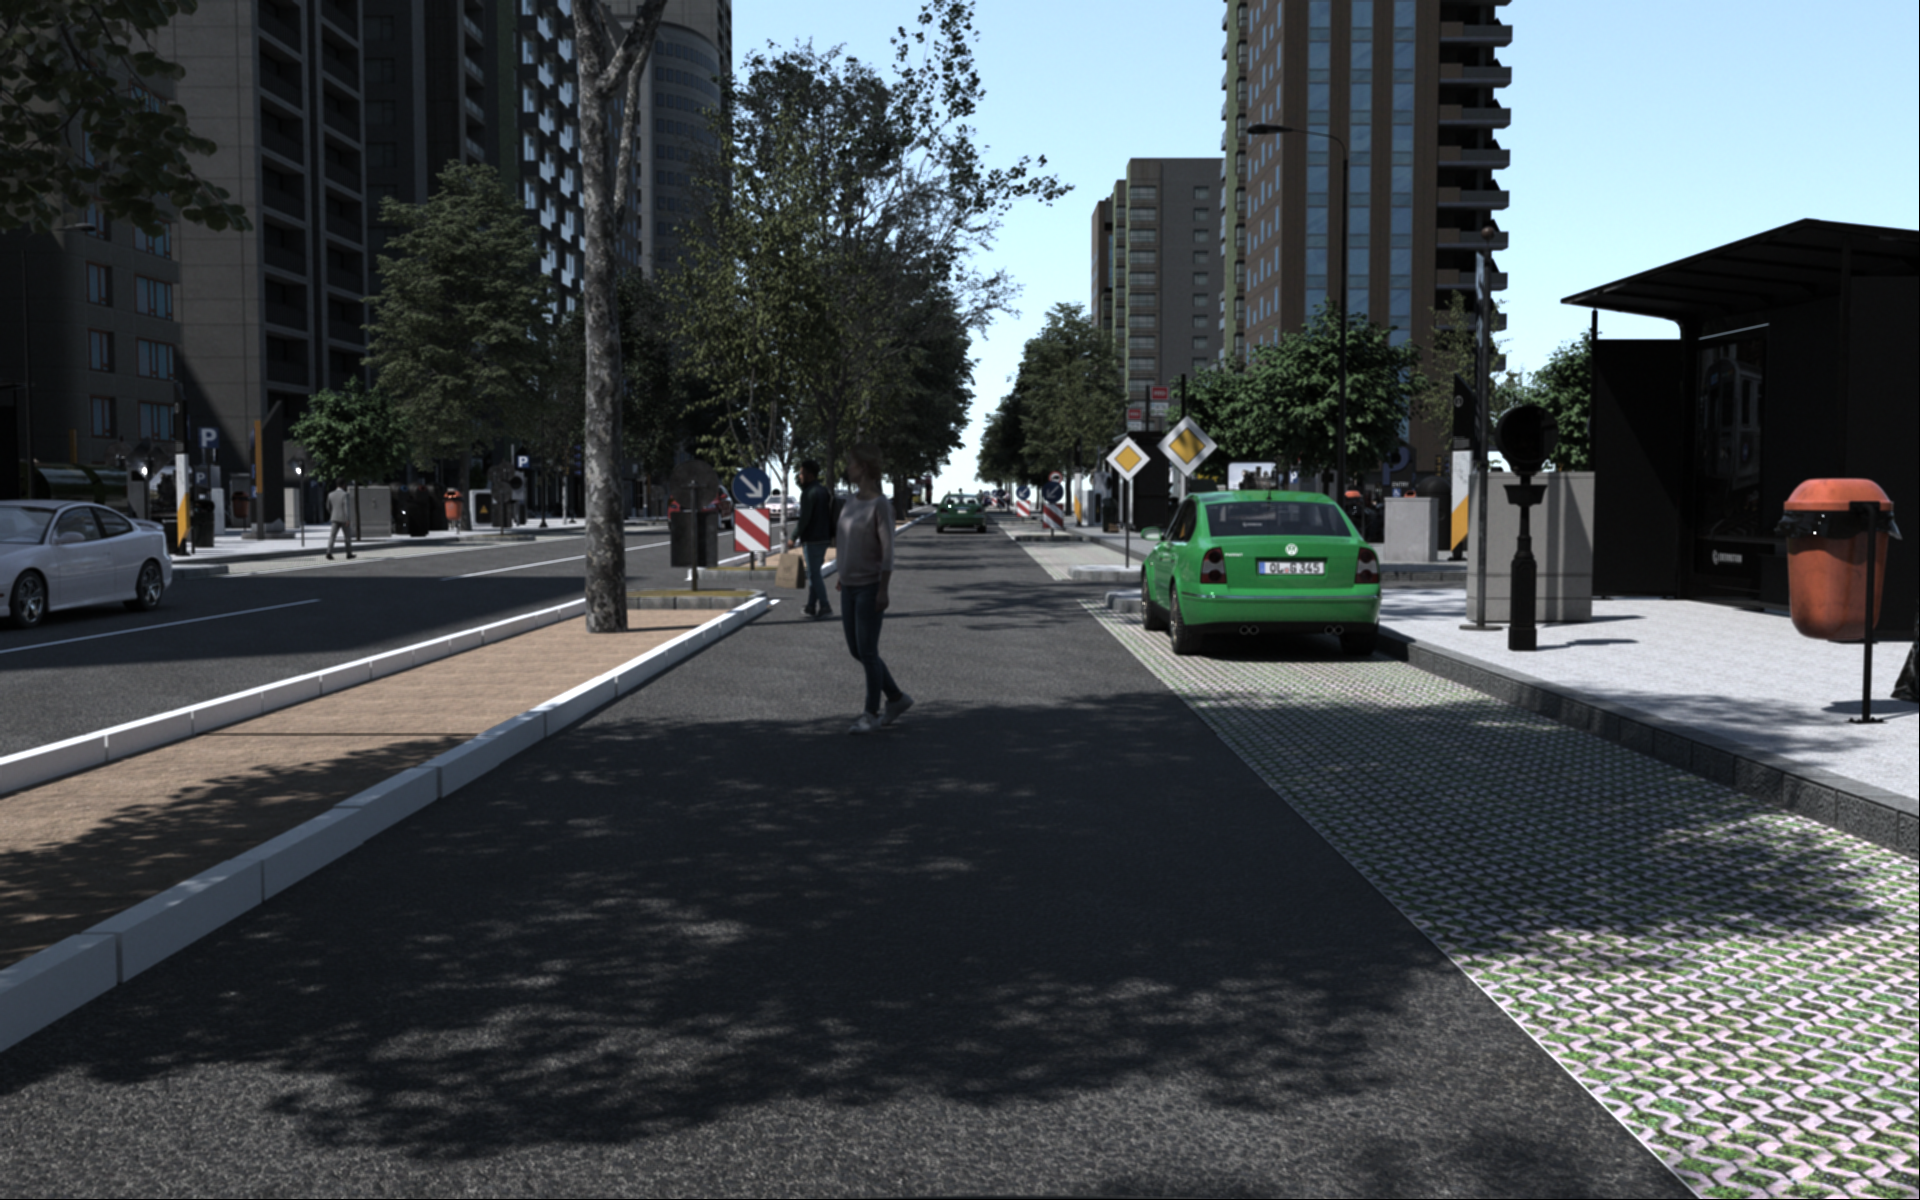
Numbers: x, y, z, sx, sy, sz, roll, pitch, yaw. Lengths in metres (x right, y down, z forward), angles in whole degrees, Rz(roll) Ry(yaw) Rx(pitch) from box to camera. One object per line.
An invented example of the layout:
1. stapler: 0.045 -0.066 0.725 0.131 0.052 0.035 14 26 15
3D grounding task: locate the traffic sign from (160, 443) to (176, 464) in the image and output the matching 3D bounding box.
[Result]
1. traffic sign: -19.720 -2.637 43.226 0.768 2.556 0.104 0 4 1

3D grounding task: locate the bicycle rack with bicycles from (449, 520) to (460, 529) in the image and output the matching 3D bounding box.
1. bicycle rack with bicycles: -19.440 -3.089 63.882 2.852 0.926 2.925 0 4 7

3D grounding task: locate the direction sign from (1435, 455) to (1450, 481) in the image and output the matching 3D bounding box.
1. direction sign: 27.955 -6.625 100.317 0.876 3.537 0.379 2 4 32

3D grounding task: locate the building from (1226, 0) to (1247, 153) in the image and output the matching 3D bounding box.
1. building: 26.415 -27.165 127.746 14.154 41.232 14.086 0 4 0

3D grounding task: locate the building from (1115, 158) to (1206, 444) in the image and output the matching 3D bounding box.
1. building: 27.214 -32.393 213.219 14.154 41.232 14.086 0 4 0

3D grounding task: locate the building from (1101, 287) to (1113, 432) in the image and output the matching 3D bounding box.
1. building: 26.503 -28.757 241.883 14.160 30.474 14.107 0 4 0

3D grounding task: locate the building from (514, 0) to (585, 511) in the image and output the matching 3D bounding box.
1. building: -41.712 -31.479 134.287 23.786 49.044 30.456 0 4 0

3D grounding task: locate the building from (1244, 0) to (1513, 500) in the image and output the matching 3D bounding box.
1. building: 26.762 -28.342 113.504 14.600 45.320 14.200 0 4 0

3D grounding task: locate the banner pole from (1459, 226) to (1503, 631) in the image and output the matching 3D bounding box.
1. banner pole: 4.841 -1.596 16.110 0.401 3.779 0.863 2 4 26

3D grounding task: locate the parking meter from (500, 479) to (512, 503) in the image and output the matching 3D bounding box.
1. parking meter: -17.050 -3.631 65.070 0.399 1.863 0.255 -1 4 -22

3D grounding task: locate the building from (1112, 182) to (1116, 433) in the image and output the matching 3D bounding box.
1. building: 26.879 -33.255 227.306 14.154 41.232 14.086 0 4 0

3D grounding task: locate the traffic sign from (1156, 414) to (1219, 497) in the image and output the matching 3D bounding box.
1. traffic sign: 2.865 -1.118 21.928 0.795 2.450 0.064 0 4 0

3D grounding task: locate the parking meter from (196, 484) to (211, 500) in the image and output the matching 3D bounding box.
1. parking meter: -19.594 -2.232 44.907 0.372 1.533 0.369 0 3 0

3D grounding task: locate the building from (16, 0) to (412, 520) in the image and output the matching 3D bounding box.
1. building: -40.379 -39.787 88.764 20.563 71.187 20.611 0 4 0

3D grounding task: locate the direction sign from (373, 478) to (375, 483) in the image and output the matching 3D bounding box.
1. direction sign: -26.258 -5.237 77.616 0.379 3.537 0.876 0 4 -3

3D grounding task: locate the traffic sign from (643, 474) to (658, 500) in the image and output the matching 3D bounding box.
1. traffic sign: -18.042 -6.184 101.115 0.884 2.594 0.081 0 4 3

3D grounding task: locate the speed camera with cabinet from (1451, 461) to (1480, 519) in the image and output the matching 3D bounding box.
1. speed camera with cabinet: 19.996 -4.601 69.562 0.660 3.252 2.038 -3 4 -38

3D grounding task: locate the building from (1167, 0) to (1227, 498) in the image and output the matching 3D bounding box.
1. building: 31.038 -51.176 149.399 22.319 86.520 31.000 0 4 0

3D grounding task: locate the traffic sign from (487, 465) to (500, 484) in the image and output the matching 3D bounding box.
1. traffic sign: -20.693 -4.711 77.125 0.768 2.556 0.104 0 4 4

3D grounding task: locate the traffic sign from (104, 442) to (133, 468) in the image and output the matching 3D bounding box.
1. traffic sign: -20.425 -2.567 42.078 0.768 2.556 0.104 0 4 6

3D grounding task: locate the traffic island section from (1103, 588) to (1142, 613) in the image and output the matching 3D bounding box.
1. traffic island section: 2.889 0.017 22.006 2.009 0.180 2.903 0 4 0

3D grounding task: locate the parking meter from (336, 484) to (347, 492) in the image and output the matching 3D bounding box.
1. parking meter: -25.511 -4.024 71.496 0.399 1.863 0.255 1 4 20

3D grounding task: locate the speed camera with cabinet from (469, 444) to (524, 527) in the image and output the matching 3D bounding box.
1. speed camera with cabinet: -18.316 -4.535 68.484 2.038 3.252 0.660 -2 4 -25

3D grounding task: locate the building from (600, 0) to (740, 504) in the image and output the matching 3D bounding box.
1. building: -39.976 -49.041 240.067 20.563 71.187 20.611 0 4 0

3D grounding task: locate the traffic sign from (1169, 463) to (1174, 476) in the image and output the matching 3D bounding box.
1. traffic sign: 8.023 -4.151 67.978 0.768 2.556 0.104 0 4 1

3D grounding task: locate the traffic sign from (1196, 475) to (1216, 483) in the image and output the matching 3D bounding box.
1. traffic sign: 8.544 -3.696 54.302 2.265 3.308 0.079 0 4 6

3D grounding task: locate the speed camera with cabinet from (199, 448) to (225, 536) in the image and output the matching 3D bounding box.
1. speed camera with cabinet: -23.003 -3.604 53.269 0.660 3.252 2.038 -2 4 -26

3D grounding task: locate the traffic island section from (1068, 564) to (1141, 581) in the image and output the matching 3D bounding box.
1. traffic island section: 2.918 -0.472 29.991 2.009 0.180 2.903 0 4 0

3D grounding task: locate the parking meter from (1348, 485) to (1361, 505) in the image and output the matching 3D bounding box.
1. parking meter: 11.348 -2.536 49.877 0.372 1.533 0.369 0 3 0

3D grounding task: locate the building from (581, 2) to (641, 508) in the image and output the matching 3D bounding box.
1. building: -37.327 -30.982 156.671 14.600 45.320 14.200 0 4 0

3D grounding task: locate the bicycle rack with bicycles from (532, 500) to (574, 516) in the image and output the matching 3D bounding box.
1. bicycle rack with bicycles: -24.589 -5.489 103.127 2.925 0.926 2.852 0 4 -4

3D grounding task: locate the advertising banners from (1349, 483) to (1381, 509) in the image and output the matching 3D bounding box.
1. advertising banners: 17.034 -4.664 72.444 2.074 3.025 0.090 -2 4 -23

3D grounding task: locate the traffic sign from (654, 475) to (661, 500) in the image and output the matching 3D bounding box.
1. traffic sign: -17.871 -6.299 103.099 0.768 2.556 0.104 0 4 3

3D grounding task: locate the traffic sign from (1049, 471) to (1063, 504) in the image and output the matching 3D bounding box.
1. traffic sign: 5.243 -5.810 95.098 0.768 2.556 0.104 0 4 3

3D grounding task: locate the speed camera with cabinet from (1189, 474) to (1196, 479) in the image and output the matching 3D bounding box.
1. speed camera with cabinet: 11.549 -5.303 81.044 0.660 3.252 2.038 -3 5 -43

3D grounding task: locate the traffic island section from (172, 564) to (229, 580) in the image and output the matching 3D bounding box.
1. traffic island section: -14.073 -0.476 30.057 2.009 0.180 2.903 0 4 0

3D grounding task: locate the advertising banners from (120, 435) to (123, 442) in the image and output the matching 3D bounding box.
1. advertising banners: -25.554 -3.451 52.613 0.090 3.025 2.074 -2 4 -33

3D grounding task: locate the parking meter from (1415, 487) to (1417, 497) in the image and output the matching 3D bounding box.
1. parking meter: 12.870 -2.440 48.309 0.372 1.533 0.369 0 3 0

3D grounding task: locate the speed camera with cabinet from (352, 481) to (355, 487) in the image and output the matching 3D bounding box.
1. speed camera with cabinet: -28.557 -5.483 83.978 0.660 3.252 2.038 2 4 25

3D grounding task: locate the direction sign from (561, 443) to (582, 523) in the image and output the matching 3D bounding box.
1. direction sign: -17.152 -5.171 76.542 0.876 3.537 0.379 0 4 0

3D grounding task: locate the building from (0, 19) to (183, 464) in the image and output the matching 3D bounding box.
1. building: -46.321 -13.001 57.608 27.650 21.520 28.899 0 4 0

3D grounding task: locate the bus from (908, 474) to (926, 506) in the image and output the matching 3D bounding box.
1. bus: -5.757 -13.630 214.403 2.896 3.916 12.252 0 4 1

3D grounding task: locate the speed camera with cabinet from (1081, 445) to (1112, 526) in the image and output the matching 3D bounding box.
1. speed camera with cabinet: 5.503 -4.610 69.713 0.660 3.252 2.038 2 4 26

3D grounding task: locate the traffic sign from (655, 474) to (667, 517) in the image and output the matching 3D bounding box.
1. traffic sign: -16.384 -5.804 95.004 0.768 2.556 0.104 0 4 8

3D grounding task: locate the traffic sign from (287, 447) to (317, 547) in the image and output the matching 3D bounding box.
1. traffic sign: -16.010 -2.505 42.143 0.795 2.450 0.064 1 4 9

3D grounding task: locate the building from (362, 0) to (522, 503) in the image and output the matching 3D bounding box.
1. building: -37.222 -26.203 112.017 14.154 41.232 14.086 0 4 0

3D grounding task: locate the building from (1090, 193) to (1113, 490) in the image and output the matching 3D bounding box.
1. building: 26.782 -37.097 256.645 14.600 45.320 14.200 0 4 0

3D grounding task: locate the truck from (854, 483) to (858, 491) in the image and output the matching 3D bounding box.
1. truck: -10.366 -12.957 201.606 2.967 4.110 18.799 0 4 0

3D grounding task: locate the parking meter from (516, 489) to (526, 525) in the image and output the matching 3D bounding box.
1. parking meter: -18.327 -3.905 72.265 0.372 1.533 0.369 0 3 0

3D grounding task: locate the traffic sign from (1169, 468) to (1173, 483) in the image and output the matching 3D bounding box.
1. traffic sign: 7.928 -3.959 66.862 0.606 2.300 0.079 1 4 8

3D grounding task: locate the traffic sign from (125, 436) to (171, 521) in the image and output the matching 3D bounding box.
1. traffic sign: -14.050 -1.612 29.995 0.795 2.450 0.064 0 4 0

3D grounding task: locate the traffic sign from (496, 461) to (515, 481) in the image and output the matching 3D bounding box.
1. traffic sign: -17.678 -4.116 67.395 0.768 2.556 0.104 0 4 8

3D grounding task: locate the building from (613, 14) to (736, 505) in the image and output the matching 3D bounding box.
1. building: -40.544 -41.217 215.902 21.231 58.520 28.212 0 4 0

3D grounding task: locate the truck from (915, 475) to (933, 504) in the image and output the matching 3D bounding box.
1. truck: -5.366 -16.268 254.888 2.839 4.237 11.283 0 4 0

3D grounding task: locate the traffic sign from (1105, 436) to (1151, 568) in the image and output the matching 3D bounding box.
1. traffic sign: 2.894 -1.607 29.913 0.795 2.450 0.064 0 4 0

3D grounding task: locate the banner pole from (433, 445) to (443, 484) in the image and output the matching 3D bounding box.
1. banner pole: -25.906 -5.880 86.156 0.863 3.779 0.401 2 4 35

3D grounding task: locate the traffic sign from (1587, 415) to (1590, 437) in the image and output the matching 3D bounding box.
1. traffic sign: 8.664 -1.398 22.960 0.768 2.556 0.104 0 4 1
